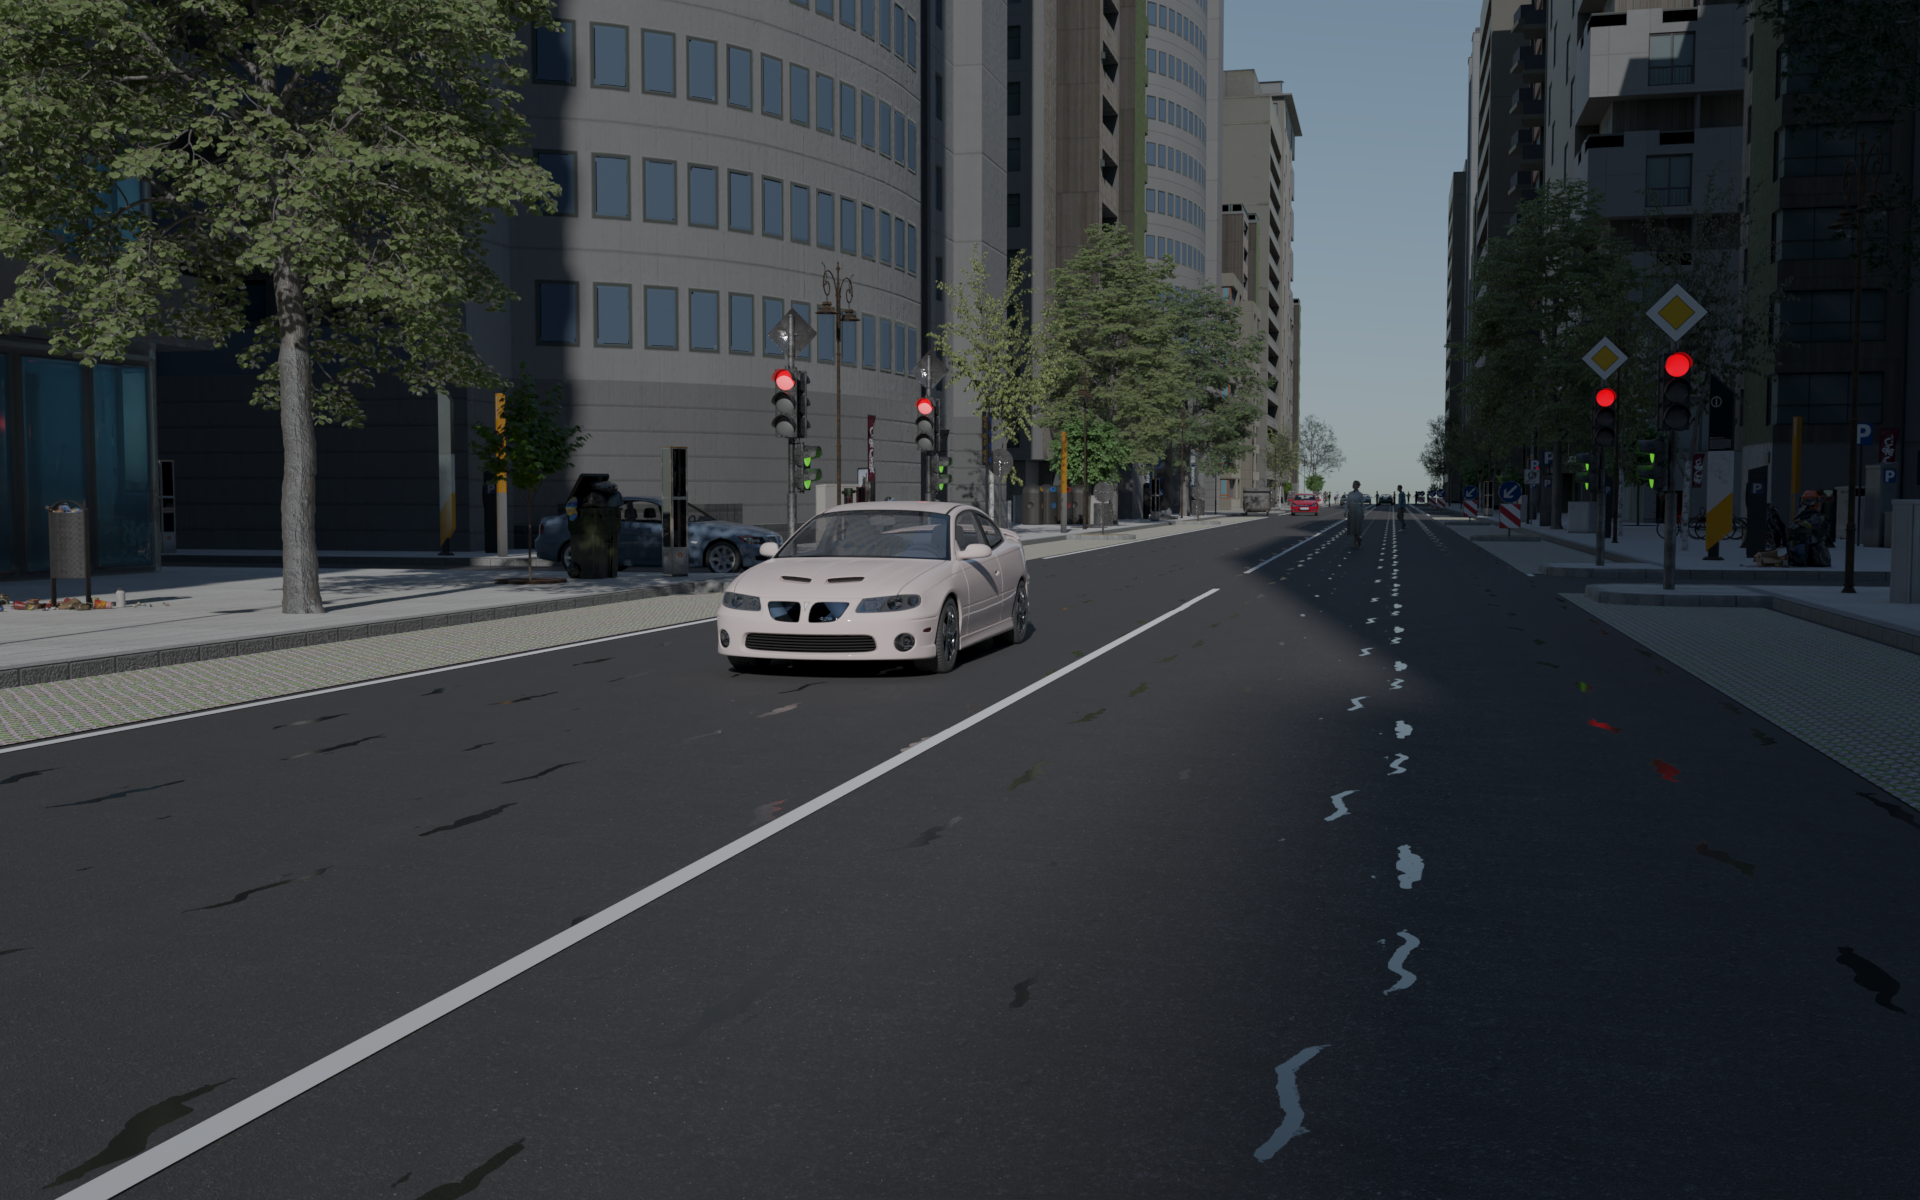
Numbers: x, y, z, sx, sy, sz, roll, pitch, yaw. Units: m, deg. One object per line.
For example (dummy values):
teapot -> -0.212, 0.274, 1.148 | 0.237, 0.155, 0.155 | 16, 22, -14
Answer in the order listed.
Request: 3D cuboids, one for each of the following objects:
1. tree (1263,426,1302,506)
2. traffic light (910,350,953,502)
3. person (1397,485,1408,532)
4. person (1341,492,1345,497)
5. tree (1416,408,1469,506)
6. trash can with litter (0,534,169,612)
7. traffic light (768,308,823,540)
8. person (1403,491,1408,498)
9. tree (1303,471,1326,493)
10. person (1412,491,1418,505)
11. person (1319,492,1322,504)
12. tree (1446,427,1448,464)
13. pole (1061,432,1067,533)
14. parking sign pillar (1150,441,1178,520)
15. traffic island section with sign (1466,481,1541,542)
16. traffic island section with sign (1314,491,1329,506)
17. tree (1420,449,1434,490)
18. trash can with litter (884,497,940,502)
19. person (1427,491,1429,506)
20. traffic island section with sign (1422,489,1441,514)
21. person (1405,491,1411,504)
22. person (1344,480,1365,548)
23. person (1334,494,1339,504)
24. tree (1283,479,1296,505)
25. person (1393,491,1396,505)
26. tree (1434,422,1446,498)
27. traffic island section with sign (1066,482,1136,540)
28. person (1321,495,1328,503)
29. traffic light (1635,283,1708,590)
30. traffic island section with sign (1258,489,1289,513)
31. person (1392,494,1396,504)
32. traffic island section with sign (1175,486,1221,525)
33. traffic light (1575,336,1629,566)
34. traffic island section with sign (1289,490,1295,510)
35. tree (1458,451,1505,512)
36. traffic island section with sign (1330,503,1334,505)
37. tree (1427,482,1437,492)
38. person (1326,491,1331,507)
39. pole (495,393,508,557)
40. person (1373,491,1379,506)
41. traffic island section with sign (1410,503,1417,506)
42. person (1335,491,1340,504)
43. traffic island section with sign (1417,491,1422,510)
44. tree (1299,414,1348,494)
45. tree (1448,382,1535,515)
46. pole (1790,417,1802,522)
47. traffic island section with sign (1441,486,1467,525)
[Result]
tree -> 33.684, -14.190, 182.363 | 4.737, 8.622, 4.395 | 0, 3, 0
traffic light -> -0.593, -2.752, 33.914 | 0.839, 4.253, 0.868 | 1, 4, 14
person -> 16.865, -3.497, 66.018 | 0.444, 1.785, 0.601 | 1, 4, 15
person -> 55.101, -14.619, 248.309 | 1.217, 1.735, 0.721 | -1, 4, -12
tree -> 53.217, -15.462, 187.223 | 8.767, 10.594, 7.601 | 3, 5, 45
trash can with litter -> -10.286, -0.522, 19.591 | 2.233, 1.210, 1.678 | 1, 4, 19
traffic light -> -2.528, -2.278, 26.166 | 0.839, 4.253, 0.868 | 1, 4, 14
person -> 60.296, -13.879, 235.437 | 1.348, 1.822, 0.705 | 3, 5, 43
tree -> 51.519, -16.372, 251.392 | 4.285, 4.588, 4.351 | 0, 3, 0
person -> 55.061, -12.278, 209.205 | 0.705, 1.831, 1.348 | 3, 5, 42
person -> 48.453, -13.670, 232.669 | 0.621, 1.740, 0.551 | -1, 4, -17
tree -> 34.913, -10.123, 115.871 | 4.360, 8.622, 3.978 | 0, 3, 0
pole -> 3.408, -3.854, 56.852 | 0.158, 3.312, 0.155 | 0, 3, 0
parking sign pillar -> 10.343, -6.068, 87.681 | 1.447, 3.967, 1.447 | 2, 4, 25
traffic island section with sign -> 16.609, -2.702, 52.812 | 1.989, 1.847, 2.006 | 1, 4, 14
traffic island section with sign -> 43.561, -12.373, 210.923 | 1.989, 1.847, 2.006 | 1, 4, 14
tree -> 59.372, -16.103, 213.646 | 4.360, 8.622, 3.978 | 0, 3, 0
trash can with litter -> -0.941, -2.208, 47.160 | 1.678, 1.210, 2.233 | 2, 4, 24
person -> 54.994, -11.921, 203.413 | 0.705, 1.824, 1.348 | 0, 4, 5
traffic island section with sign -> 35.117, -7.235, 126.925 | 1.989, 1.847, 2.006 | 1, 4, 14
person -> 64.564, -14.728, 249.400 | 0.705, 1.812, 1.348 | -2, 4, -29
person -> 10.574, -2.295, 46.250 | 0.641, 1.798, 0.478 | -3, 5, -42
person -> 52.417, -14.037, 241.239 | 0.697, 1.427, 0.421 | 1, 4, 22
tree -> 38.835, -12.900, 205.513 | 1.663, 3.219, 1.824 | 0, 3, 0
person -> 59.274, -13.946, 236.484 | 0.705, 1.831, 1.348 | 0, 4, 6
tree -> 39.072, -11.207, 133.593 | 4.360, 8.622, 3.978 | 0, 3, 0
traffic island section with sign -> 4.494, -2.808, 54.537 | 1.989, 1.847, 2.006 | 1, 4, 14
person -> 50.608, -14.150, 239.942 | 1.348, 1.812, 0.705 | 3, 5, 41
traffic light -> 9.518, -2.096, 23.184 | 0.839, 4.253, 0.868 | 1, 4, 14
traffic island section with sign -> 23.534, -7.467, 130.714 | 1.989, 1.847, 2.006 | 1, 4, 14
person -> 64.765, -15.218, 258.003 | 1.217, 1.739, 0.721 | 2, 4, 26
traffic island section with sign -> 11.260, -4.466, 81.640 | 1.989, 1.847, 2.006 | 1, 4, 14
traffic light -> 11.454, -2.569, 30.932 | 0.839, 4.253, 0.868 | 1, 4, 14
traffic island section with sign -> 30.135, -9.085, 157.172 | 1.989, 1.847, 2.006 | 1, 4, 14
tree -> 37.699, -8.660, 125.303 | 4.285, 4.588, 4.351 | 0, 3, 0
traffic island section with sign -> 50.182, -13.992, 237.392 | 1.989, 1.847, 2.006 | 1, 4, 14
tree -> 67.521, -15.467, 247.480 | 1.663, 3.219, 1.824 | 0, 3, 0
person -> 40.920, -11.187, 192.226 | 0.721, 1.723, 1.217 | 2, 4, 29
pole -> -9.317, -2.528, 35.183 | 0.158, 3.312, 0.155 | 0, 3, 0
person -> 48.726, -11.863, 202.451 | 0.705, 1.826, 1.348 | 3, 5, 40
traffic island section with sign -> 55.204, -12.150, 207.271 | 1.989, 1.847, 2.006 | 1, 4, 14
person -> 56.981, -15.474, 261.371 | 0.709, 1.838, 0.599 | 2, 4, 34
traffic island section with sign -> 41.842, -8.881, 153.834 | 1.989, 1.847, 2.006 | 1, 4, 14
tree -> 53.426, -21.509, 262.034 | 12.009, 13.543, 11.850 | 0, 3, 0
tree -> 33.278, -9.622, 107.683 | 4.360, 8.622, 3.978 | 0, 3, 0
pole -> 22.083, -3.175, 45.759 | 0.158, 3.312, 0.155 | 0, 3, 0
traffic island section with sign -> 23.273, -4.334, 79.488 | 1.989, 1.847, 2.006 | 1, 4, 14
